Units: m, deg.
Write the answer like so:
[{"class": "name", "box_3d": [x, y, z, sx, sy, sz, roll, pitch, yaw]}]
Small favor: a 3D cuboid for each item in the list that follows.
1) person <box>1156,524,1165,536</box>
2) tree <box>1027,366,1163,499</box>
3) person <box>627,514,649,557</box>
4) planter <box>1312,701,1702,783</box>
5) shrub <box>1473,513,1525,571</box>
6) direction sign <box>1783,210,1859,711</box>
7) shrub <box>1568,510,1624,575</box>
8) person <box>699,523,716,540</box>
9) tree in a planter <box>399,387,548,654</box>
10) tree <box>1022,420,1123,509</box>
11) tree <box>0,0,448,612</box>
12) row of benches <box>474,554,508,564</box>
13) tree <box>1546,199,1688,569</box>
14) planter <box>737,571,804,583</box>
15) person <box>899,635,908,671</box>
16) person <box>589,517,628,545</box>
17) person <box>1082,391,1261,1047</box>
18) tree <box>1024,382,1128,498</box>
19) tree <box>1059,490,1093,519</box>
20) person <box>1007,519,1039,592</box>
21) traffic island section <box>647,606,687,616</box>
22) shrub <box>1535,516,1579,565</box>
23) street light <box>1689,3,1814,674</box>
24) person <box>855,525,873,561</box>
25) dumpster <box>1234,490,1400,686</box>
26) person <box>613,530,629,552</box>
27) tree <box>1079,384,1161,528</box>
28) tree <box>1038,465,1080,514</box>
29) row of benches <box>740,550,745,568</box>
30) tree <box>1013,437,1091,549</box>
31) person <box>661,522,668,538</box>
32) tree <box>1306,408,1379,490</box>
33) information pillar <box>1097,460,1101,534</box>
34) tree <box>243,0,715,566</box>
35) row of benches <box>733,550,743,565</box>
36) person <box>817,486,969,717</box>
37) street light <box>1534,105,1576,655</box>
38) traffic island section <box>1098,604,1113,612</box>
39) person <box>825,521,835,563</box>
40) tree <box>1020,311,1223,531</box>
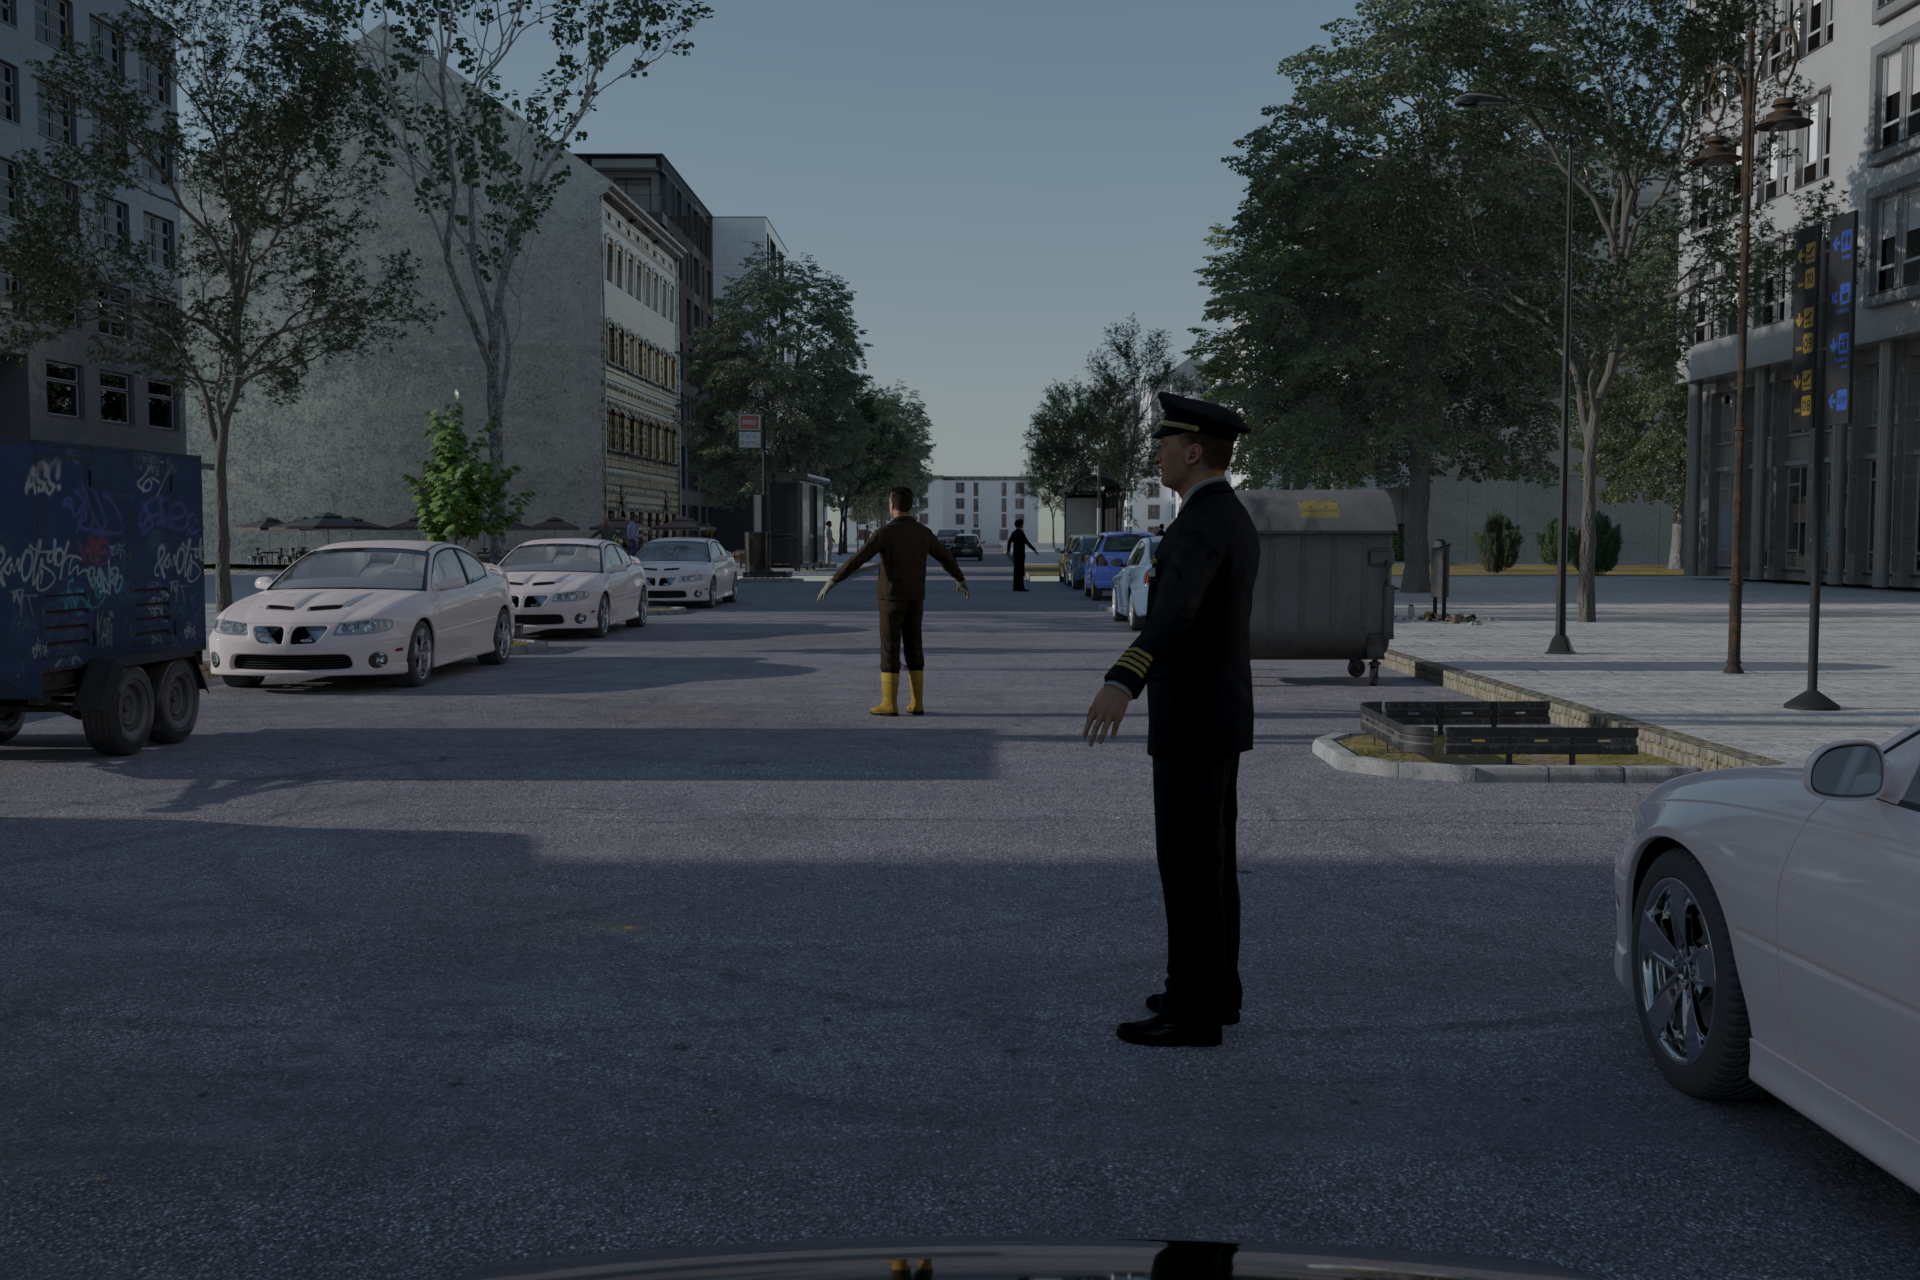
[{"class": "person", "box_3d": [9.037, -4.289, 76.852, 0.721, 1.740, 1.216, -2, 4, -25]}, {"class": "tree", "box_3d": [7.769, -9.914, 96.507, 8.767, 10.594, 7.601, -2, 4, -24]}, {"class": "person", "box_3d": [-9.050, -2.616, 48.684, 0.599, 1.838, 0.709, -1, 4, -21]}, {"class": "planter", "box_3d": [3.297, 0.622, 10.963, 1.991, 0.319, 1.994, 0, 4, 1]}, {"class": "shrub", "box_3d": [18.794, -3.449, 60.426, 1.661, 2.075, 1.752, 0, 3, 0]}, {"class": "direction sign", "box_3d": [6.266, -1.262, 12.634, 0.379, 3.537, 0.876, 0, 4, 1]}, {"class": "shrub", "box_3d": [19.789, -3.049, 53.896, 1.661, 2.075, 1.752, 0, 3, 0]}, {"class": "person", "box_3d": [-13.205, -5.194, 90.683, 0.705, 1.858, 1.354, 3, 4, 37]}, {"class": "tree in a planter", "box_3d": [-6.181, -1.467, 21.201, 1.991, 3.239, 1.994, 0, 4, 2]}, {"class": "tree", "box_3d": [8.414, -11.933, 129.522, 8.767, 10.594, 7.601, 1, 4, 16]}, {"class": "tree", "box_3d": [-12.244, -5.720, 27.939, 8.767, 10.594, 7.601, 1, 4, 13]}, {"class": "row of benches", "box_3d": [-15.246, -2.382, 54.405, 4.104, 0.672, 1.422, 0, 4, 3]}, {"class": "tree", "box_3d": [26.360, -9.590, 63.447, 9.857, 13.997, 8.962, 0, 3, 0]}, {"class": "planter", "box_3d": [-5.743, -1.894, 52.109, 1.991, 0.319, 1.994, 0, 4, 1]}, {"class": "person", "box_3d": [-0.596, -0.401, 18.288, 0.599, 1.433, 0.991, 0, 4, -3]}, {"class": "person", "box_3d": [-10.824, -2.865, 53.113, 1.348, 1.796, 0.705, -1, 4, -10]}, {"class": "person", "box_3d": [0.655, 0.210, 4.965, 0.705, 1.837, 1.347, 1, 4, 21]}, {"class": "tree", "box_3d": [8.187, -11.791, 118.538, 9.928, 11.665, 9.643, 0, 3, 0]}, {"class": "tree", "box_3d": [17.710, -19.245, 249.065, 7.601, 10.594, 8.767, 0, 4, 5]}, {"class": "person", "box_3d": [1.505, -2.118, 43.278, 0.705, 1.806, 1.347, -2, 4, -31]}, {"class": "traffic island section", "box_3d": [-6.030, -0.520, 31.367, 1.991, 0.108, 1.994, 0, 4, 2]}, {"class": "shrub", "box_3d": [24.586, -4.113, 71.286, 1.661, 2.075, 1.752, 0, 3, 0]}, {"class": "street light", "box_3d": [7.133, -2.630, 15.788, 0.468, 5.910, 1.993, 0, 4, 1]}, {"class": "person", "box_3d": [-4.379, -4.607, 82.128, 1.217, 1.733, 0.721, -1, 4, -10]}, {"class": "dumpster", "box_3d": [3.211, -0.525, 16.804, 1.865, 1.857, 1.264, 0, 4, 0]}, {"class": "person", "box_3d": [-13.929, -4.031, 72.031, 1.348, 1.813, 0.705, -3, 5, -42]}, {"class": "tree", "box_3d": [7.217, -8.109, 82.937, 4.360, 8.622, 3.978, 0, 3, 0]}, {"class": "tree", "box_3d": [8.826, -11.475, 137.978, 4.360, 8.622, 3.978, 0, 3, 0]}, {"class": "row of benches", "box_3d": [-8.170, -3.138, 66.768, 1.422, 0.672, 4.104, 0, 4, -7]}, {"class": "tree", "box_3d": [8.416, -13.345, 152.600, 8.767, 10.594, 7.601, 2, 4, 27]}, {"class": "person", "box_3d": [-12.290, -4.015, 71.863, 0.704, 1.802, 1.346, 0, 4, -1]}, {"class": "tree", "box_3d": [13.713, -7.115, 66.696, 4.360, 8.622, 3.978, 0, 3, 0]}, {"class": "information pillar", "box_3d": [4.424, -3.904, 55.191, 0.183, 3.616, 0.504, 0, 4, 2]}, {"class": "tree", "box_3d": [-12.886, -11.385, 42.033, 12.611, 20.169, 13.585, 0, 3, 0]}, {"class": "row of benches", "box_3d": [-7.505, -3.434, 71.604, 4.104, 0.672, 1.422, 2, 4, 27]}, {"class": "person", "box_3d": [-0.478, -0.313, 13.705, 1.346, 1.812, 0.704, -2, 4, -30]}, {"class": "street light", "box_3d": [6.990, -2.806, 18.413, 1.470, 5.913, 1.316, 0, 4, 0]}, {"class": "traffic island section", "box_3d": [3.627, -0.596, 32.618, 1.991, 0.108, 1.994, 0, 4, 1]}, {"class": "person", "box_3d": [-5.111, -3.778, 67.950, 0.705, 1.806, 1.347, 0, 4, 6]}, {"class": "tree", "box_3d": [6.737, -8.505, 73.462, 8.767, 10.594, 7.601, 0, 4, -3]}]
